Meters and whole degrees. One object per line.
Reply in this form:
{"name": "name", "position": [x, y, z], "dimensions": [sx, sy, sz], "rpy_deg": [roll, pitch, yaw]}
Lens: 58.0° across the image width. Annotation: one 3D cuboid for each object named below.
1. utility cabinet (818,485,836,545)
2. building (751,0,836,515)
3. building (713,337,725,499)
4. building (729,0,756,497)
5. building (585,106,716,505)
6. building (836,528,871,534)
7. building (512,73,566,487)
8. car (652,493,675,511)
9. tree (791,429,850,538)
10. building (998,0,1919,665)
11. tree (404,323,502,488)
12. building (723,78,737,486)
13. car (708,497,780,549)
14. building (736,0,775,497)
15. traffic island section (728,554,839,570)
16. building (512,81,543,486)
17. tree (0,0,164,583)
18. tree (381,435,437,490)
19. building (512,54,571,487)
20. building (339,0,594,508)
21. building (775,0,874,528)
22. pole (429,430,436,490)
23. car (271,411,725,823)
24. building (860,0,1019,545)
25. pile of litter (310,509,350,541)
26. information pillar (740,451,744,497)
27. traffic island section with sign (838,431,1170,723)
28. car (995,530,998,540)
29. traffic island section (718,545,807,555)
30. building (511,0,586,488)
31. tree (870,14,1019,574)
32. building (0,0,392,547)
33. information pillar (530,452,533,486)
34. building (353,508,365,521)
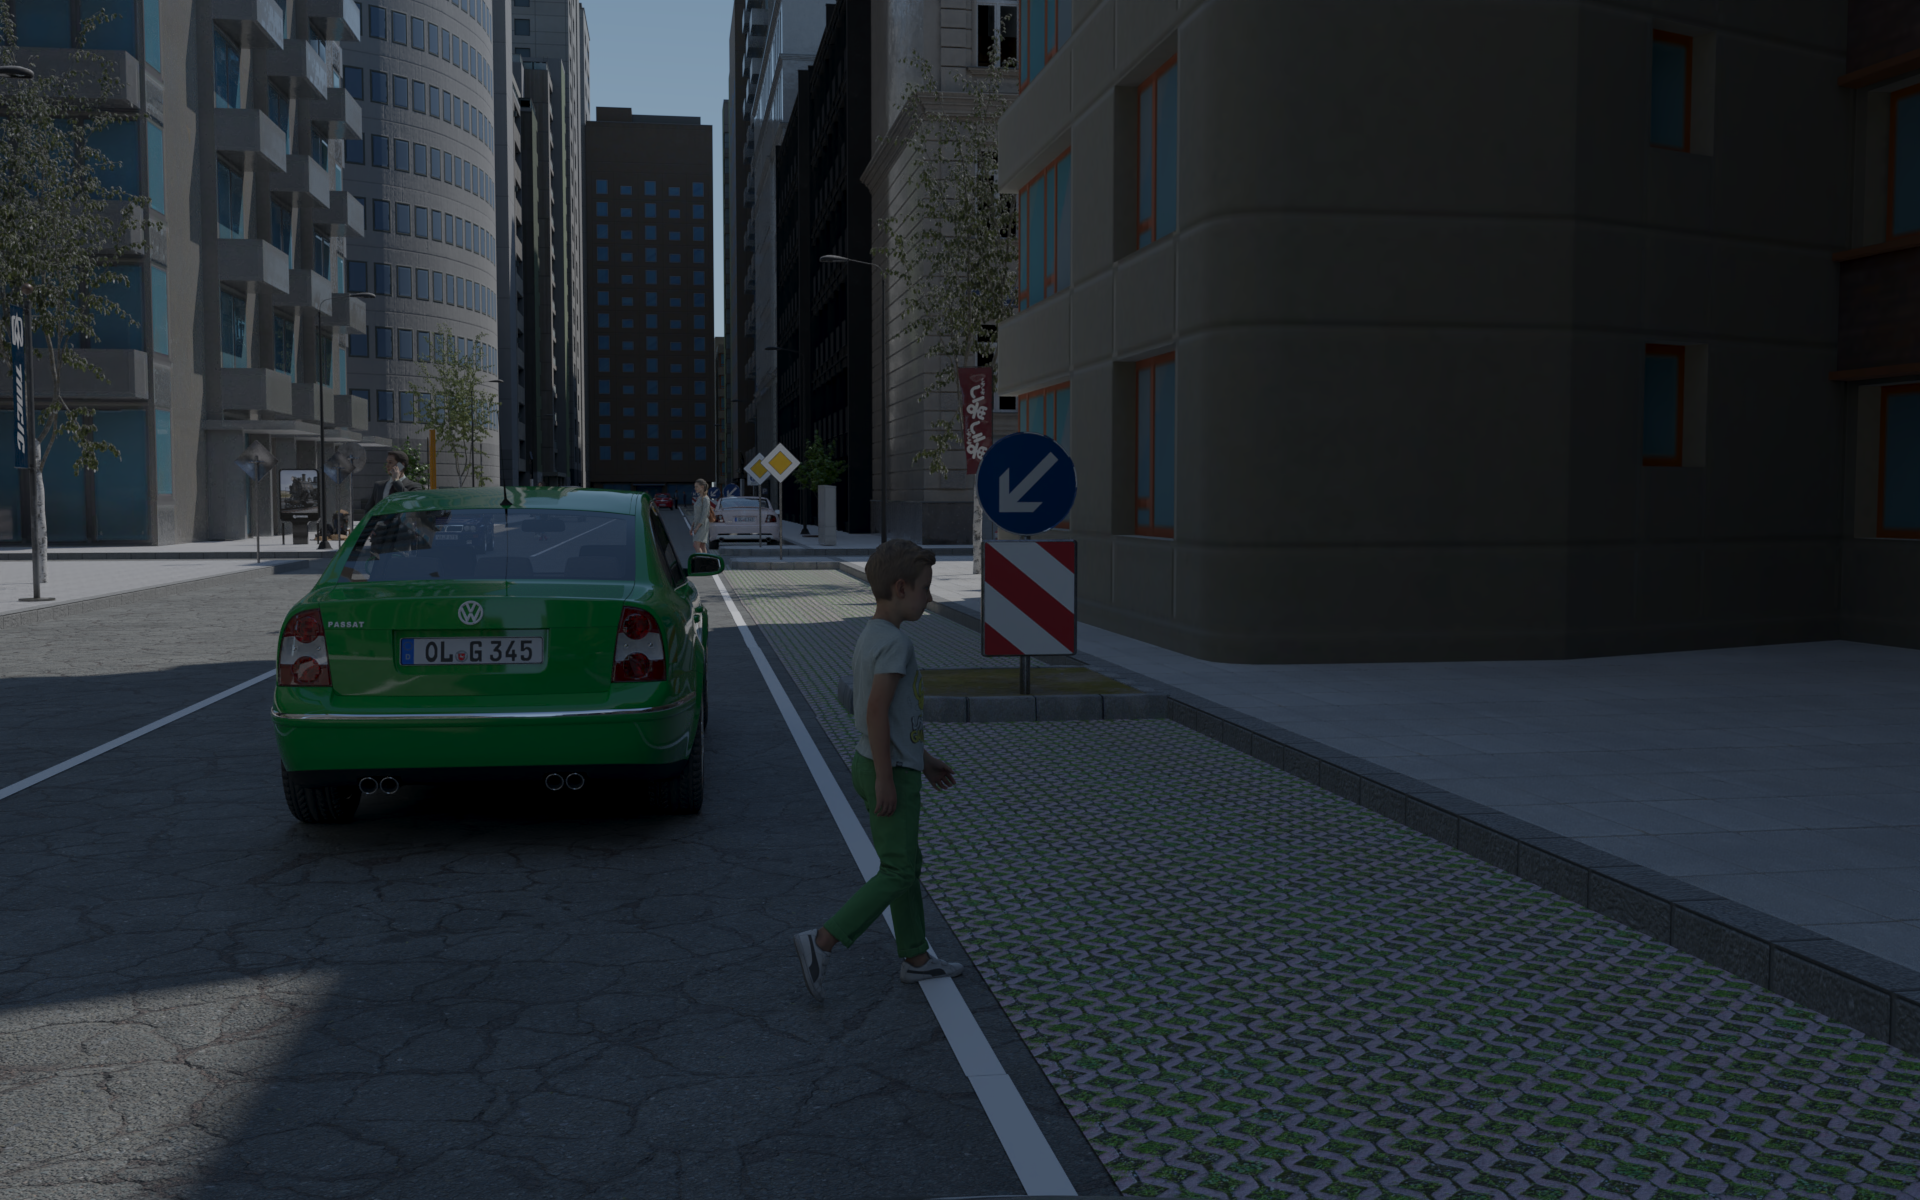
{"name": "utility cabinet", "position": [-3.314, -2.120, 43.336], "dimensions": [0.318, 1.500, 1.173], "rpy_deg": [-1, 4, -12]}
{"name": "building", "position": [-5.932, -19.848, 102.007], "dimensions": [11.434, 29.767, 29.804], "rpy_deg": [-1, 4, -9]}
{"name": "building", "position": [-15.893, -22.680, 215.849], "dimensions": [28.899, 21.520, 27.650], "rpy_deg": [-1, 4, -9]}
{"name": "building", "position": [-13.420, -30.930, 155.815], "dimensions": [14.600, 45.320, 14.200], "rpy_deg": [-1, 4, -9]}
{"name": "building", "position": [-36.338, -33.901, 204.387], "dimensions": [14.200, 45.320, 14.600], "rpy_deg": [-1, 4, -9]}
{"name": "building", "position": [1.208, -14.316, 63.751], "dimensions": [12.332, 23.373, 15.834], "rpy_deg": [-1, 4, -9]}
{"name": "building", "position": [-48.140, -27.211, 136.781], "dimensions": [32.217, 40.220, 23.993], "rpy_deg": [-1, 4, -9]}
{"name": "car", "position": [-26.114, -8.759, 152.255], "dimensions": [2.155, 1.783, 4.494], "rpy_deg": [-1, 4, -8]}
{"name": "tree", "position": [-4.330, -3.482, 51.529], "dimensions": [1.663, 3.219, 1.824], "rpy_deg": [0, 3, 0]}
{"name": "building", "position": [16.476, -10.037, 9.141], "dimensions": [27.650, 21.520, 28.899], "rpy_deg": [-1, 4, -9]}
{"name": "tree", "position": [-21.440, -7.558, 73.929], "dimensions": [4.737, 8.622, 4.395], "rpy_deg": [0, 3, 0]}
{"name": "building", "position": [-15.547, -29.750, 170.012], "dimensions": [14.154, 41.232, 14.086], "rpy_deg": [-1, 4, -9]}
{"name": "car", "position": [-5.764, -2.065, 46.123], "dimensions": [2.083, 1.381, 4.827], "rpy_deg": [0, 4, -8]}
{"name": "building", "position": [-5.287, -31.489, 134.457], "dimensions": [23.786, 49.044, 30.456], "rpy_deg": [-1, 4, -9]}
{"name": "traffic island section", "position": [-3.477, -0.708, 33.851], "dimensions": [2.009, 0.180, 2.903], "rpy_deg": [-1, 4, -9]}
{"name": "building", "position": [-36.752, -21.284, 119.690], "dimensions": [14.160, 30.474, 14.107], "rpy_deg": [-1, 4, -9]}
{"name": "tree", "position": [-13.266, -4.533, 24.474], "dimensions": [4.360, 8.622, 3.978], "rpy_deg": [0, 3, 0]}
{"name": "tree", "position": [-18.038, -3.814, 56.958], "dimensions": [1.663, 3.219, 1.824], "rpy_deg": [0, 3, 0]}
{"name": "building", "position": [-43.122, -28.945, 156.845], "dimensions": [14.154, 41.232, 14.086], "rpy_deg": [-1, 4, -9]}
{"name": "building", "position": [-58.046, -40.566, 205.259], "dimensions": [28.212, 58.520, 21.231], "rpy_deg": [-1, 4, -9]}
{"name": "building", "position": [-1.818, -15.298, 79.795], "dimensions": [12.332, 23.373, 15.834], "rpy_deg": [-1, 4, -9]}
{"name": "pole", "position": [-16.698, -3.734, 54.896], "dimensions": [0.158, 3.312, 0.155], "rpy_deg": [0, 3, 0]}
{"name": "car", "position": [-2.211, -0.013, 9.003], "dimensions": [1.959, 1.807, 4.718], "rpy_deg": [0, 4, -8]}
{"name": "building", "position": [10.081, -15.469, 50.186], "dimensions": [25.104, 27.353, 12.463], "rpy_deg": [-1, 4, -9]}
{"name": "pile of litter", "position": [-17.107, -2.084, 48.032], "dimensions": [1.719, 0.858, 1.176], "rpy_deg": [-1, 4, -11]}
{"name": "information pillar", "position": [-11.933, -6.332, 94.875], "dimensions": [0.183, 3.616, 0.504], "rpy_deg": [1, 4, 10]}
{"name": "traffic island section with sign", "position": [0.199, -0.191, 11.755], "dimensions": [1.989, 1.847, 2.006], "rpy_deg": [-1, 4, -9]}
{"name": "car", "position": [3.017, -1.894, 39.999], "dimensions": [4.494, 1.783, 2.155], "rpy_deg": [-1, 4, -9]}
{"name": "traffic island section", "position": [-4.787, -1.189, 41.728], "dimensions": [2.009, 0.180, 2.903], "rpy_deg": [-1, 4, -9]}
{"name": "building", "position": [-49.248, -45.068, 175.107], "dimensions": [20.611, 71.187, 20.563], "rpy_deg": [-1, 4, -9]}
{"name": "tree", "position": [0.414, -4.731, 27.711], "dimensions": [4.360, 8.622, 3.978], "rpy_deg": [0, 3, 0]}
{"name": "building", "position": [-31.166, -26.444, 51.976], "dimensions": [23.786, 49.044, 30.456], "rpy_deg": [-1, 4, -9]}
{"name": "information pillar", "position": [-23.690, -6.387, 95.775], "dimensions": [0.183, 3.616, 0.504], "rpy_deg": [-2, 4, -24]}
{"name": "building", "position": [-35.590, -33.569, 90.860], "dimensions": [21.231, 58.520, 28.212], "rpy_deg": [-1, 4, -9]}
